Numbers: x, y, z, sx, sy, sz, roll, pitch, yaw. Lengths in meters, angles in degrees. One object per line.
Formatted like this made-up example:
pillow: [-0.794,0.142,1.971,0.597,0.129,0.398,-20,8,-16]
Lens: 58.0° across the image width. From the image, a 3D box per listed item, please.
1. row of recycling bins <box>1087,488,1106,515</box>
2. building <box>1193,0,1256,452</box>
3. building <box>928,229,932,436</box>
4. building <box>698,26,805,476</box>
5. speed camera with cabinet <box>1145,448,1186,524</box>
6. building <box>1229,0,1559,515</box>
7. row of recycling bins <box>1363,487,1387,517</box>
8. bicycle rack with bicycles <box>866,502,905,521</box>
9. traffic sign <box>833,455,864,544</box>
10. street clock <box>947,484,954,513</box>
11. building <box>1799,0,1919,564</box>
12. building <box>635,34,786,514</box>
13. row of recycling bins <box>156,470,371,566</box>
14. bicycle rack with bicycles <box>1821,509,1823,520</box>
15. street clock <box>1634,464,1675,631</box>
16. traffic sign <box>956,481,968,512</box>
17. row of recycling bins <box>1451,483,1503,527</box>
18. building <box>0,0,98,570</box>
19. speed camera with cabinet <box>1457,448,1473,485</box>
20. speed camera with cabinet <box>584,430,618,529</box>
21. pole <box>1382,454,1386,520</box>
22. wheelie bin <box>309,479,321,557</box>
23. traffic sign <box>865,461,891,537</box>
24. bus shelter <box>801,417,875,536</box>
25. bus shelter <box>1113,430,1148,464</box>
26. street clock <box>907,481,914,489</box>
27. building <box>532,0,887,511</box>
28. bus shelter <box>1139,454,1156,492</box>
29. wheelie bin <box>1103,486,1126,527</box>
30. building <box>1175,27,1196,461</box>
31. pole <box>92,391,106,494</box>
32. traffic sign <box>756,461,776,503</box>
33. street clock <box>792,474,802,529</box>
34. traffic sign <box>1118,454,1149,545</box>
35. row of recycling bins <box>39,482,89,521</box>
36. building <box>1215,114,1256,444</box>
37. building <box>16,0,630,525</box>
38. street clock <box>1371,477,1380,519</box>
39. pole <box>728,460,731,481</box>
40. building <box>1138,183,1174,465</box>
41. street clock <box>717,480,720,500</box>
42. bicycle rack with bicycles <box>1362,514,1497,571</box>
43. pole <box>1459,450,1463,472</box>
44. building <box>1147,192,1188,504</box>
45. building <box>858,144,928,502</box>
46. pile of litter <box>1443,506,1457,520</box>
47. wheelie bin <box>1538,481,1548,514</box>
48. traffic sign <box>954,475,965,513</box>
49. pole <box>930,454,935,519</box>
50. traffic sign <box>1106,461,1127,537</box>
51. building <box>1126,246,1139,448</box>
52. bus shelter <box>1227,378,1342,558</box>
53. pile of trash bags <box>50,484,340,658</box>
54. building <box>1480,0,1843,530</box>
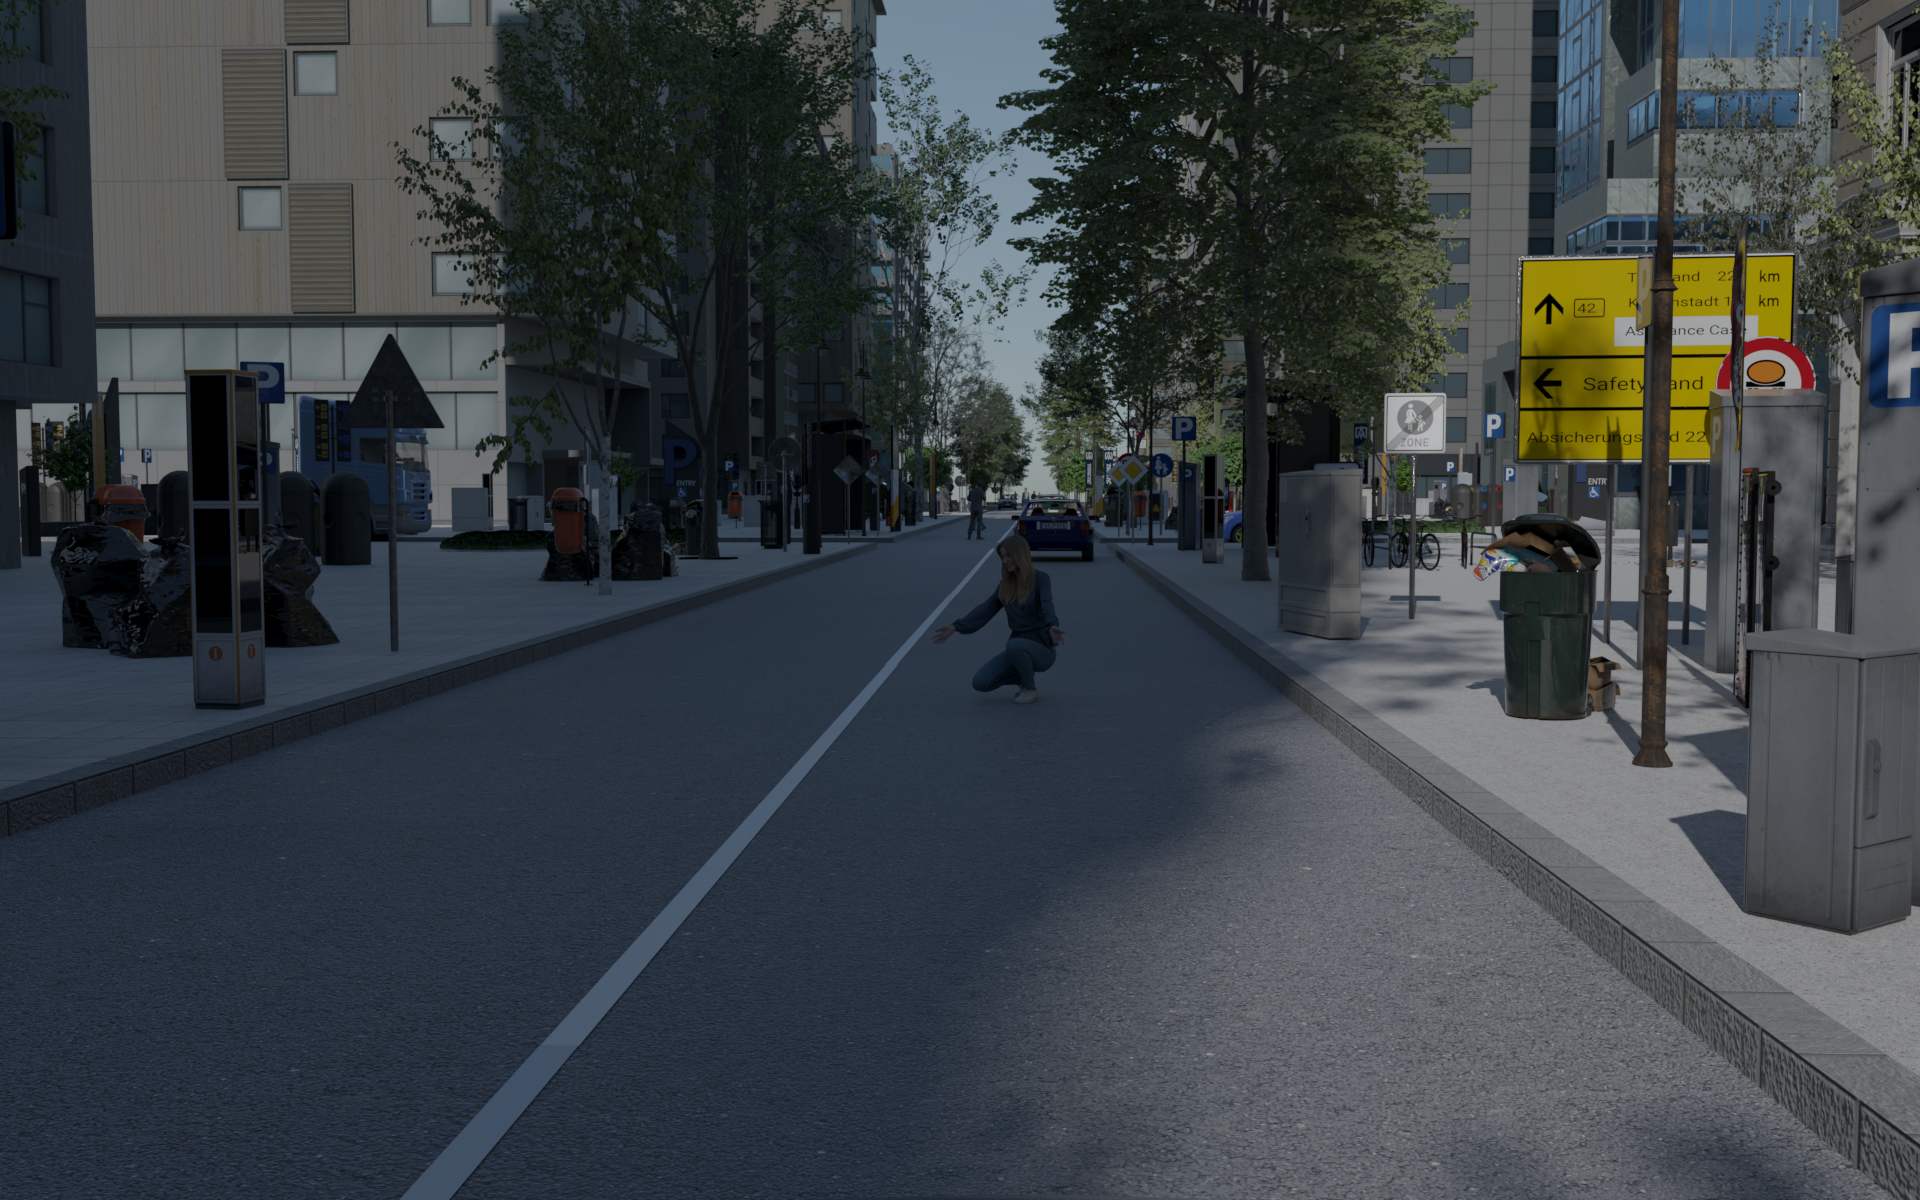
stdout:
row of recycling bins: [8.359,-5.927,104.013,1.069,1.692,3.534,1,4,16]
building: [32.099,-32.267,151.266,21.300,48.544,21.600,0,4,3]
building: [-15.967,-39.732,269.231,23.786,49.044,30.456,0,4,3]
building: [-26.251,-27.425,140.287,32.217,40.220,23.993,0,4,3]
speed camera with cabinet: [9.022,-4.920,74.771,2.038,3.252,0.660,0,4,4]
building: [28.920,-41.351,114.337,20.563,71.187,20.611,0,4,3]
row of recycling bins: [23.036,-5.484,96.775,1.069,1.692,3.534,0,4,2]
bicycle rack with bicycles: [-3.996,-4.256,82.969,2.852,0.926,2.925,-3,5,-42]
traffic sign: [-2.844,-2.487,44.298,0.795,2.450,0.064,0,4,3]
street clock: [-0.641,-7.089,120.481,0.358,2.002,0.471,3,5,45]
building: [21.833,-14.415,21.584,13.634,28.700,20.117,0,4,3]
building: [-19.365,-20.873,112.978,14.160,30.474,14.107,0,4,3]
row of recycling bins: [-12.347,-1.450,30.819,3.534,1.692,1.069,-2,4,-24]
bicycle rack with bicycles: [29.987,-2.848,59.955,2.925,0.926,2.852,-2,4,-34]
street clock: [6.469,-0.709,16.158,0.471,2.002,0.358,-2,4,-34]
traffic sign: [0.151,-7.403,121.037,0.884,2.594,0.081,1,4,9]
row of recycling bins: [20.696,-3.746,68.366,3.534,1.692,1.069,-2,4,-33]
building: [-22.322,-20.927,25.759,14.086,41.232,14.154,0,4,3]
speed camera with cabinet: [21.321,-4.811,72.994,0.660,3.252,2.038,1,4,15]
speed camera with cabinet: [-11.065,-3.607,53.313,0.660,3.252,2.038,-2,4,-25]
pole: [21.334,-5.709,87.192,0.158,3.312,0.155,0,3,0]
wheelie bin: [-13.361,-1.691,35.549,0.693,1.594,0.980,-3,4,-38]
traffic sign: [-2.471,-2.974,52.274,0.795,2.450,0.064,0,4,3]
bus shelter: [-3.892,-3.976,56.294,1.731,3.624,6.357,0,4,3]
bus shelter: [10.522,-7.885,106.545,2.179,5.291,8.768,0,4,2]
street clock: [-2.714,-5.585,95.891,0.471,2.002,0.358,1,4,21]
building: [-22.284,-35.268,165.866,28.713,52.752,27.495,0,4,3]
bus shelter: [9.293,-5.892,90.259,2.014,3.302,5.546,0,4,3]
wheelie bin: [6.080,-3.664,67.818,0.693,1.594,0.980,3,5,40]
building: [36.315,-35.855,175.469,28.713,52.752,27.495,0,4,3]
pole: [-17.137,-2.486,34.494,0.158,3.312,0.155,0,3,0]
traffic sign: [-6.081,-3.191,54.303,0.606,2.300,0.079,0,4,3]
street clock: [-5.962,-3.596,63.372,0.471,2.002,0.358,1,4,16]
traffic sign: [4.391,-2.465,43.940,0.795,2.450,0.064,0,4,3]
row of recycling bins: [-29.649,-3.114,58.029,3.534,1.692,1.069,0,4,6]
building: [26.624,-22.145,133.773,14.160,30.474,14.107,0,4,3]
building: [-29.245,-30.194,82.915,28.713,52.752,27.495,0,4,3]
street clock: [17.591,-4.210,73.409,0.358,2.002,0.471,2,4,33]
pole: [-13.789,-6.723,103.764,0.158,3.312,0.155,0,3,0]
building: [32.903,-36.577,248.141,14.600,45.320,14.200,0,4,3]
street clock: [-12.285,-5.085,87.715,0.358,2.002,0.471,-1,4,-10]
bicycle rack with bicycles: [8.099,-1.021,30.075,2.852,0.926,2.925,0,4,5]
pole: [22.914,-5.228,79.313,0.158,3.312,0.155,0,3,0]
building: [32.254,-33.664,234.002,14.154,41.232,14.086,0,4,3]
building: [-17.682,-37.830,238.120,23.786,49.044,30.456,0,4,3]
pile of litter: [17.641,-2.898,61.341,1.719,0.858,1.176,-3,5,-44]
wheelie bin: [13.478,-2.026,41.035,0.693,1.594,0.980,-2,4,-35]
traffic sign: [-0.017,-7.216,118.085,0.768,2.556,0.104,1,4,12]
pole: [-1.498,-6.044,92.659,0.158,3.312,0.155,0,3,0]
traffic sign: [4.764,-2.953,51.917,0.795,2.450,0.064,0,4,3]
building: [37.370,-37.626,269.805,22.147,44.769,28.867,0,4,3]
bus shelter: [7.036,-2.855,37.957,1.731,3.624,6.357,0,4,3]
pile of trash bags: [-6.938,-0.332,15.187,1.912,1.369,3.447,-3,5,-43]
building: [38.687,-46.344,70.393,31.000,86.520,22.319,0,4,3]
